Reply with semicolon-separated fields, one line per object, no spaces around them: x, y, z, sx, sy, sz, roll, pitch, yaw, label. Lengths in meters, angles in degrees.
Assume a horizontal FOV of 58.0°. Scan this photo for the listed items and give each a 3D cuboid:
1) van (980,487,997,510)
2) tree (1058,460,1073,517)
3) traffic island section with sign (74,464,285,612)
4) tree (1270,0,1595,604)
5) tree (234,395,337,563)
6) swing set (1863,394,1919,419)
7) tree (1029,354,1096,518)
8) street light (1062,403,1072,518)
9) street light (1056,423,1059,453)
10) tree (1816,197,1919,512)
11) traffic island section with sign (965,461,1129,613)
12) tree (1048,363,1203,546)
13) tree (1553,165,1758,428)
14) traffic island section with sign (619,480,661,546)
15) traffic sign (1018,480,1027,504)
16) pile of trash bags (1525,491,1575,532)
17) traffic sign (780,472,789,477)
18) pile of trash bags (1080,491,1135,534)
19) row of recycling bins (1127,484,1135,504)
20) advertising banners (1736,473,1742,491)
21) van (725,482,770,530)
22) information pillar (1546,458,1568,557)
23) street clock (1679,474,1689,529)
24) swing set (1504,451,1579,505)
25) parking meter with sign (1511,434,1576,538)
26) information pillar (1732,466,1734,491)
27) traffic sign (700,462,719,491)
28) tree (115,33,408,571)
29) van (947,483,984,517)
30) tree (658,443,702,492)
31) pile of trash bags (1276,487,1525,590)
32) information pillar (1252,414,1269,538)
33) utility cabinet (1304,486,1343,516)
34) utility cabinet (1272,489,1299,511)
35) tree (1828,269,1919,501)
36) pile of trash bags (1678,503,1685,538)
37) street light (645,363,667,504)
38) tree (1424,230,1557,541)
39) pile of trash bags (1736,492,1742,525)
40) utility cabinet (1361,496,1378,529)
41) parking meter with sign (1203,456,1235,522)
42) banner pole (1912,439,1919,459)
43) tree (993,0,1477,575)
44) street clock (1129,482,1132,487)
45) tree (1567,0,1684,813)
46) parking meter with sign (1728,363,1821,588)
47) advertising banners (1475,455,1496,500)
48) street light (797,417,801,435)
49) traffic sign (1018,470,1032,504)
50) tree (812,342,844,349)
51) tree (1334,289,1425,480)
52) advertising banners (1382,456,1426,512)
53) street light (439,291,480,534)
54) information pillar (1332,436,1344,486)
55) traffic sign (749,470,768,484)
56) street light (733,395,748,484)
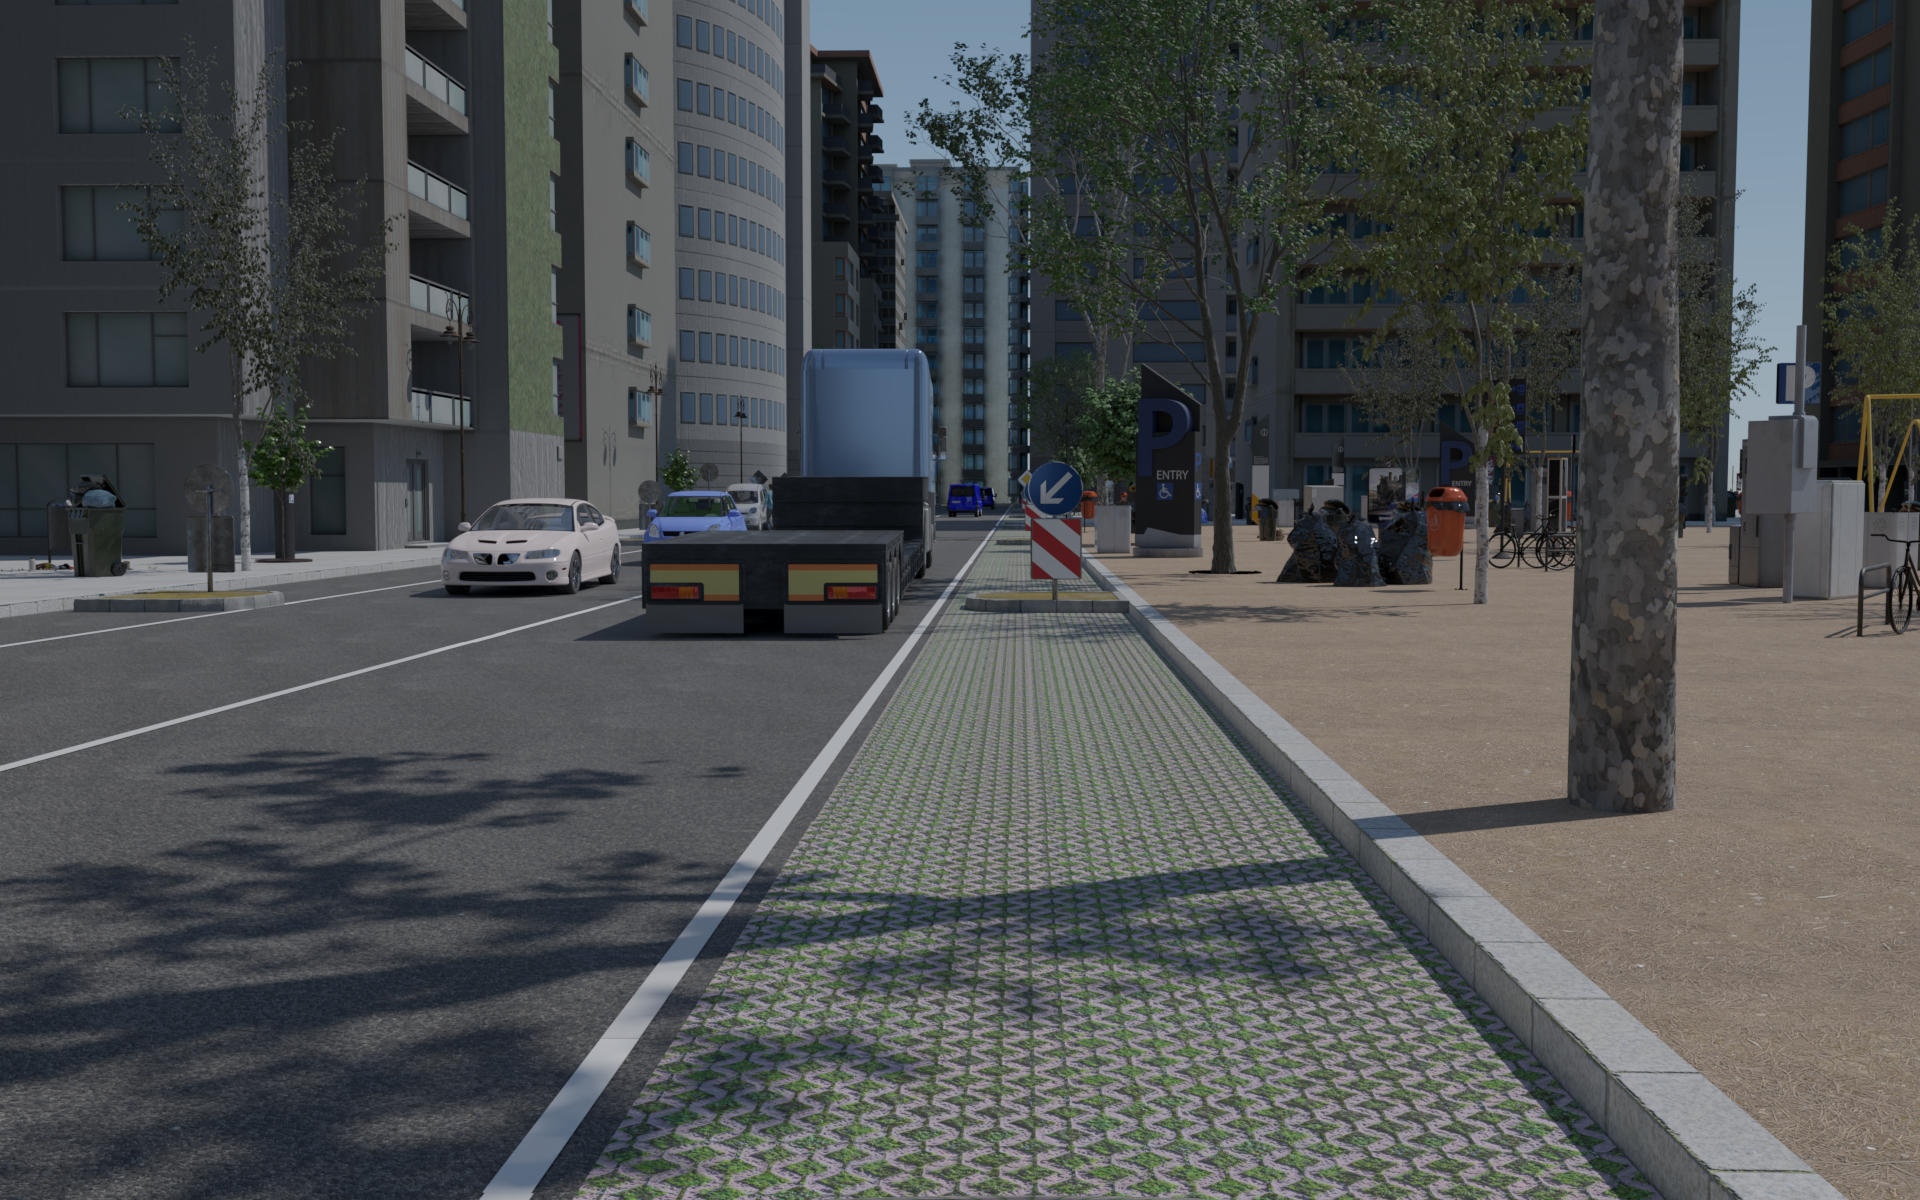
2.257;-9.550;160.533;2.240;2.365;5.245;0;4;3;van
6.074;-6.354;98.497;1.663;3.219;1.824;0;3;0;tree
-9.738;-0.813;21.916;1.989;1.847;2.006;0;4;2;traffic island section with sign
5.857;-4.255;19.935;4.737;8.622;4.395;0;3;0;tree
-12.869;-2.331;32.710;1.663;3.219;1.824;0;3;0;tree
15.752;-1.789;26.875;3.119;2.851;2.862;1;4;21;swing set
5.763;-8.628;91.432;4.360;8.622;3.978;0;3;0;tree
5.392;-7.020;87.572;0.468;5.910;1.993;0;4;2;street light
6.166;-8.396;110.055;0.468;5.910;1.993;0;4;2;street light
23.692;-5.721;43.906;4.737;8.622;4.395;0;3;0;tree
1.074;-0.797;21.667;1.989;1.847;2.006;0;4;2;traffic island section with sign
4.403;-3.659;43.537;4.285;4.588;4.351;0;3;0;tree
16.090;-5.471;39.810;4.360;8.622;3.978;0;3;0;tree
-8.808;-2.460;48.855;1.989;1.847;2.006;0;4;2;traffic island section with sign
3.037;-4.620;79.179;0.795;2.450;0.064;0;4;2;traffic sign
18.736;-2.818;55.820;1.912;1.369;3.447;-1;4;-13;pile of trash bags
-8.050;-4.645;79.581;0.795;2.450;0.064;0;4;2;traffic sign
5.430;-2.873;56.729;3.447;1.369;1.912;2;4;33;pile of trash bags
6.946;-3.263;60.460;1.069;1.692;3.534;-2;4;-24;row of recycling bins
63.871;-9.026;143.768;2.074;3.025;0.090;1;4;15;advertising banners
-8.381;-3.679;67.170;2.013;2.044;4.112;0;4;1;van
12.164;-1.885;35.304;0.304;2.012;0.304;3;5;42;information pillar
26.581;-3.612;63.634;0.358;2.002;0.471;1;4;21;street clock
21.287;-4.002;63.046;3.119;2.851;2.862;1;4;13;swing set
17.056;-3.329;50.684;1.738;3.016;0.543;1;4;16;parking meter with sign
63.766;-9.273;142.972;0.183;3.616;0.504;1;4;22;information pillar
-10.104;-4.261;69.771;0.768;2.556;0.104;0;4;8;traffic sign
-11.676;-4.787;28.633;4.360;8.622;3.978;0;3;0;tree
0.330;-6.378;108.660;2.240;2.365;5.245;0;4;4;van
-10.614;-4.367;65.999;1.663;3.219;1.824;0;3;0;tree
5.986;-0.895;24.387;1.912;1.369;3.447;-1;4;-21;pile of trash bags
8.741;-3.605;50.300;0.504;3.616;0.183;0;4;-3;information pillar
9.620;-2.270;45.800;1.173;1.500;0.318;-2;4;-34;utility cabinet
14.714;-4.260;78.335;1.173;1.500;0.318;0;4;-4;utility cabinet
30.594;-6.455;55.899;4.360;8.622;3.978;0;3;0;tree
20.119;-2.493;50.507;1.912;1.369;3.447;1;4;19;pile of trash bags
-10.694;-5.400;61.079;0.468;5.910;1.993;0;4;2;street light
15.598;-5.922;47.190;4.360;8.622;3.978;0;3;0;tree
31.411;-3.462;66.349;1.912;1.369;3.447;-3;4;-37;pile of trash bags
15.473;-3.266;64.563;1.020;1.237;0.306;1;4;14;utility cabinet
11.947;-5.163;80.680;0.543;3.016;1.738;-2;4;-27;parking meter with sign
43.450;-5.433;78.846;0.401;3.779;0.863;1;4;9;banner pole
4.342;-6.236;27.710;9.928;11.665;9.643;0;3;0;tree
9.817;-5.729;98.240;0.471;2.002;0.358;-1;4;-8;street clock
4.128;-9.184;6.052;12.611;20.169;13.585;0;3;0;tree
11.141;-1.689;23.881;0.543;3.016;1.738;0;4;1;parking meter with sign
23.182;-5.029;78.413;2.074;3.025;0.090;1;4;23;advertising banners
-9.279;-7.878;101.586;0.468;5.910;1.993;0;4;2;street light
2.761;-4.132;71.199;0.795;2.450;0.064;0;4;2;traffic sign
-9.197;-11.483;113.497;9.928;11.665;9.643;0;3;0;tree
14.685;-6.501;56.648;4.360;8.622;3.978;0;3;0;tree
20.502;-5.127;80.007;2.074;3.025;0.090;2;4;32;advertising banners
-11.395;-4.087;39.610;0.468;5.910;1.993;0;4;2;street light
15.163;-4.776;69.436;0.504;3.616;0.183;0;4;-6;information pillar
-8.326;-4.156;71.600;0.795;2.450;0.064;0;4;2;traffic sign
-10.077;-6.546;79.821;0.468;5.910;1.993;0;4;2;street light
